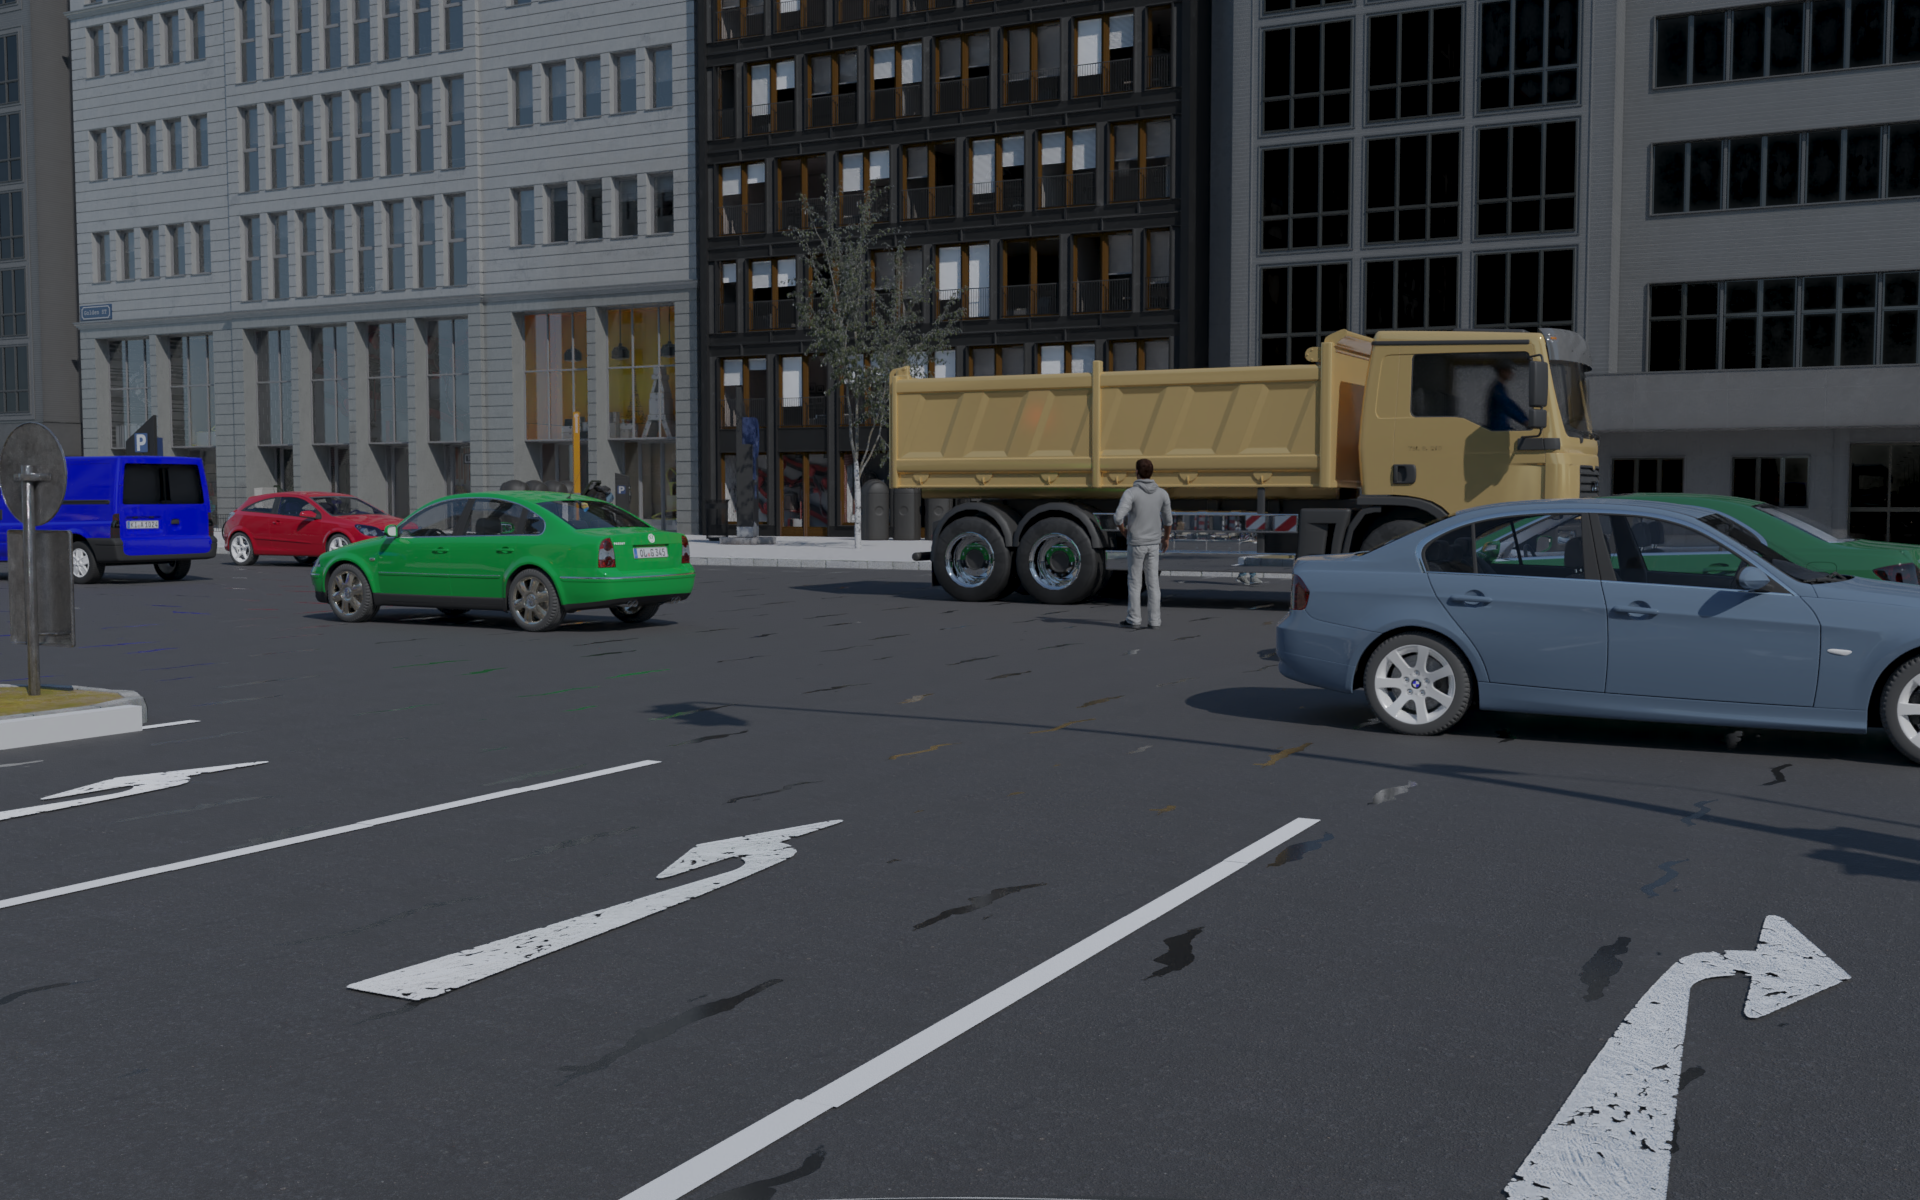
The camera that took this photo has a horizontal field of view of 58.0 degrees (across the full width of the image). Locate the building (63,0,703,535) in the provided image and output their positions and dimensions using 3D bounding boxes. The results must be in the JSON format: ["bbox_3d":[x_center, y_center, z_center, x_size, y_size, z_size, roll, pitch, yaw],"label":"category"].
[{"bbox_3d":[-18.723,-17.580,64.923,29.804,29.767,11.434,2,4,28],"label":"building"}]

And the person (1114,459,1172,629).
[{"bbox_3d":[1.957,-0.599,18.438,0.875,1.805,0.789,-1,4,-19],"label":"person"}]

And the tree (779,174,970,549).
[{"bbox_3d":[-2.205,-5.501,40.301,4.360,8.622,3.978,0,3,0],"label":"tree"}]

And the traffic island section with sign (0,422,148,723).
[{"bbox_3d":[-6.175,-0.145,10.513,2.006,1.907,1.989,2,4,28],"label":"traffic island section with sign"}]

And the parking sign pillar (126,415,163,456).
[{"bbox_3d":[-27.961,-4.341,59.445,1.447,3.967,1.447,1,4,22],"label":"parking sign pillar"}]

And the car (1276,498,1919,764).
[{"bbox_3d":[4.195,0.099,10.391,4.499,1.417,2.014,2,4,28],"label":"car"}]

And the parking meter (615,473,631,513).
[{"bbox_3d":[-9.259,-2.564,47.630,0.399,1.863,0.255,0,4,3],"label":"parking meter"}]

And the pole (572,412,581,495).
[{"bbox_3d":[-9.544,-3.013,43.112,0.158,3.312,0.155,0,3,0],"label":"pole"}]

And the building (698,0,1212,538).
[{"bbox_3d":[1.896,-13.758,54.616,15.834,23.373,12.332,2,4,28],"label":"building"}]

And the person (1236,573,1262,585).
[{"bbox_3d":[4.588,-1.135,27.037,0.794,1.824,0.713,-3,4,-36],"label":"person"}]

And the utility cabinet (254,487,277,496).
[{"bbox_3d":[-23.325,-3.028,58.182,0.318,1.500,1.173,0,4,0],"label":"utility cabinet"}]

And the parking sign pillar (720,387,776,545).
[{"bbox_3d":[-5.431,-3.413,44.267,1.447,3.967,1.447,0,4,0],"label":"parking sign pillar"}]

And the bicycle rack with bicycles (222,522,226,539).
[{"bbox_3d":[-17.108,-1.902,44.473,2.925,0.926,2.852,2,4,35],"label":"bicycle rack with bicycles"}]

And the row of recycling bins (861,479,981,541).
[{"bbox_3d":[-0.999,-2.502,48.018,3.534,1.692,1.069,0,4,1],"label":"row of recycling bins"}]

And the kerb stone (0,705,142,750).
[{"bbox_3d":[-5.241,0.742,10.078,0.120,0.150,1.000,2,4,28],"label":"kerb stone"}]

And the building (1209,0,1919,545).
[{"bbox_3d":[22.489,-13.784,44.433,30.058,24.678,14.314,2,4,28],"label":"building"}]

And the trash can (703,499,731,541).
[{"bbox_3d":[-6.641,-2.183,47.350,0.748,1.137,0.748,0,3,0],"label":"trash can"}]

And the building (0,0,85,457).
[{"bbox_3d":[-42.114,-17.418,78.295,24.014,27.812,14.314,2,4,28],"label":"building"}]

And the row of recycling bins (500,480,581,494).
[{"bbox_3d":[-12.382,-2.710,51.424,1.069,1.692,3.534,1,4,20],"label":"row of recycling bins"}]

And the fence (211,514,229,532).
[{"bbox_3d":[-21.610,-2.254,52.227,2.069,0.683,0.278,-3,5,-43],"label":"fence"}]

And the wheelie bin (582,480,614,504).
[{"bbox_3d":[-8.298,-1.935,39.550,0.693,1.594,0.980,1,4,8],"label":"wheelie bin"}]

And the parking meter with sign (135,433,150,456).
[{"bbox_3d":[-22.996,-3.307,50.325,0.543,3.016,1.738,2,4,27],"label":"parking meter with sign"}]

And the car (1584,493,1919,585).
[{"bbox_3d":[5.208,-0.137,14.038,4.920,1.459,2.131,2,4,29],"label":"car"}]

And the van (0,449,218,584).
[{"bbox_3d":[-15.004,-1.503,28.960,5.245,2.365,2.240,2,4,27],"label":"van"}]

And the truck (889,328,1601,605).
[{"bbox_3d":[3.885,-1.610,22.243,9.791,3.379,3.469,2,4,28],"label":"truck"}]

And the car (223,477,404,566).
[{"bbox_3d":[-12.687,-1.566,34.651,4.494,1.783,2.155,2,4,28],"label":"car"}]

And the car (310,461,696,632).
[{"bbox_3d":[-5.195,-0.643,19.311,4.718,1.807,1.959,2,4,29],"label":"car"}]
